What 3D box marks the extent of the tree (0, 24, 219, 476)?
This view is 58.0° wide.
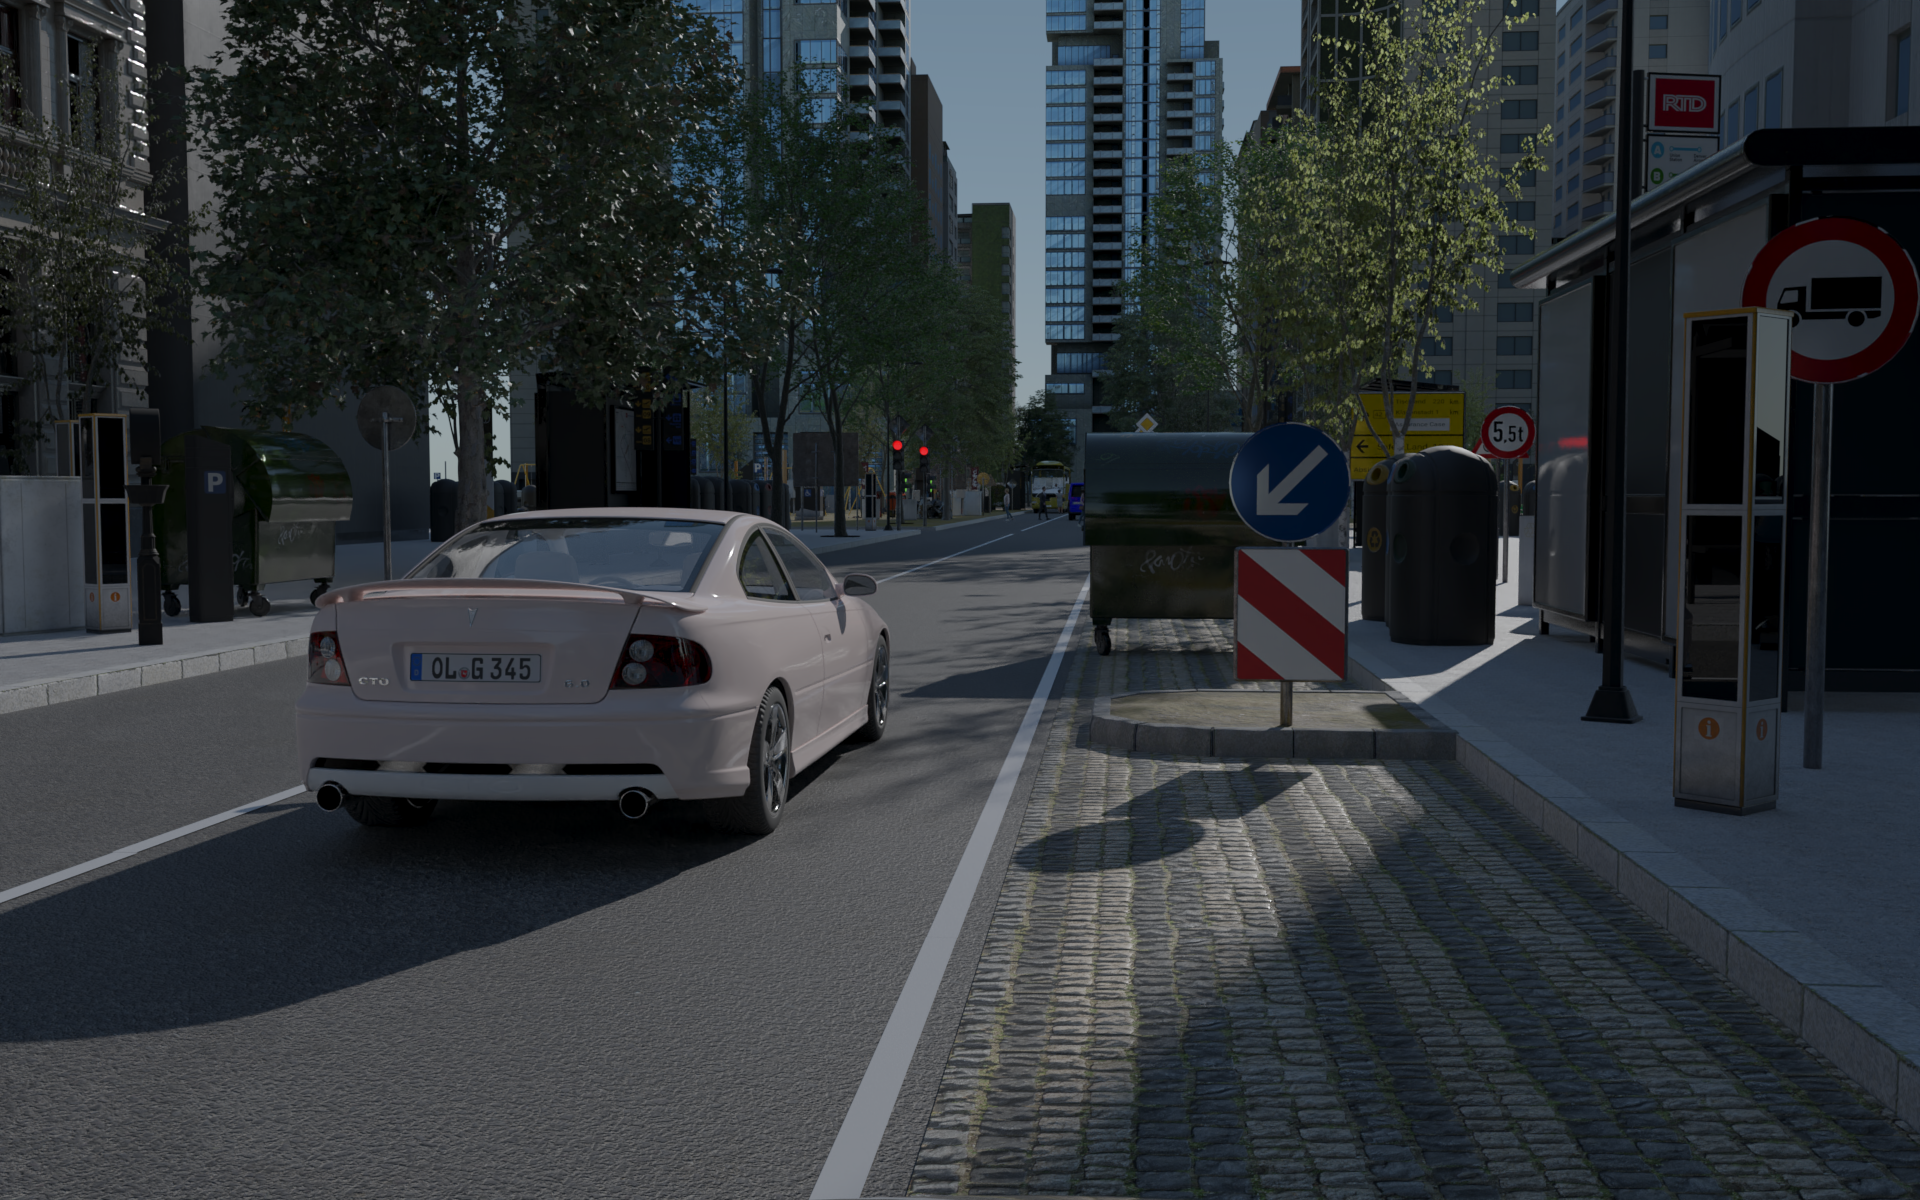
[{"bbox_3d":[-14.184,-4.741,27.883,4.360,8.622,3.978,0,3,0],"label":"tree"}]

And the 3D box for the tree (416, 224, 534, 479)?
[{"bbox_3d":[-10.305,-5.188,35.184,4.737,8.622,4.395,0,3,0],"label":"tree"}]

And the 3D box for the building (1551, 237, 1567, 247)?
[{"bbox_3d":[60.383,-25.994,196.711,14.107,30.474,14.160,0,4,5],"label":"building"}]

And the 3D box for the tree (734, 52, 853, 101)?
[{"bbox_3d":[-4.600,-7.122,42.198,9.928,11.665,9.643,0,3,0],"label":"tree"}]

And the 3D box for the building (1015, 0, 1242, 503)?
[{"bbox_3d":[24.059,-57.090,246.096,31.000,86.520,22.319,0,4,5],"label":"building"}]

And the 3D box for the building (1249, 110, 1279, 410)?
[{"bbox_3d":[40.523,-33.490,197.669,14.600,45.320,14.200,0,4,5],"label":"building"}]

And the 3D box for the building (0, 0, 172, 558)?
[{"bbox_3d":[-22.185,-12.069,26.200,11.050,23.489,19.941,0,4,5],"label":"building"}]

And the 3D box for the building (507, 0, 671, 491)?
[{"bbox_3d":[-39.312,-46.694,201.692,20.611,71.187,20.563,0,4,5],"label":"building"}]

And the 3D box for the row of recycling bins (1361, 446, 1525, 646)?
[{"bbox_3d":[4.401,-0.560,16.273,1.069,1.692,3.534,1,4,8],"label":"row of recycling bins"}]

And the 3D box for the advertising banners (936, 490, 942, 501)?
[{"bbox_3d":[-0.863,-8.277,131.515,2.074,3.025,0.090,1,4,15],"label":"advertising banners"}]

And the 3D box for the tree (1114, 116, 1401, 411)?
[{"bbox_3d":[8.134,-7.463,47.777,9.928,11.665,9.643,0,3,0],"label":"tree"}]

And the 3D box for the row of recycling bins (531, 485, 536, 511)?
[{"bbox_3d":[-18.492,-4.446,79.798,3.534,1.692,1.069,-3,5,-42],"label":"row of recycling bins"}]

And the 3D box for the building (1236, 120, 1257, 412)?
[{"bbox_3d":[53.452,-40.247,247.277,27.495,52.752,28.713,0,4,5],"label":"building"}]

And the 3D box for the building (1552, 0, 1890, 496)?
[{"bbox_3d":[81.593,-39.629,189.933,28.212,58.520,21.231,0,4,5],"label":"building"}]

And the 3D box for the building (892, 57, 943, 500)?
[{"bbox_3d":[-9.409,-32.566,182.561,14.600,45.320,14.200,0,4,5],"label":"building"}]

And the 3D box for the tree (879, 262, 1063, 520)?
[{"bbox_3d":[-0.477,-10.218,85.189,7.486,12.596,7.792,0,3,0],"label":"tree"}]

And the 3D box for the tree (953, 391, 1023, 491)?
[{"bbox_3d":[1.453,-9.960,113.216,4.737,8.622,4.395,0,3,0],"label":"tree"}]

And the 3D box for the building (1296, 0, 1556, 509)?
[{"bbox_3d":[38.642,-43.554,150.360,20.563,71.187,20.611,0,4,5],"label":"building"}]

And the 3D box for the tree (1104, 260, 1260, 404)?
[{"bbox_3d":[17.486,-17.194,137.017,12.611,20.169,13.585,0,3,0],"label":"tree"}]

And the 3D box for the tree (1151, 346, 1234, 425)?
[{"bbox_3d":[11.463,-8.273,85.622,4.360,8.622,3.978,0,3,0],"label":"tree"}]

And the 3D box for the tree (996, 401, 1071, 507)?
[{"bbox_3d":[6.594,-14.663,174.160,7.601,10.594,8.767,1,4,11],"label":"tree"}]

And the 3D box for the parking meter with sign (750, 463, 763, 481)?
[{"bbox_3d":[-11.683,-6.137,96.600,0.543,3.016,1.738,2,4,25],"label":"parking meter with sign"}]

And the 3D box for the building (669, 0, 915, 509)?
[{"bbox_3d":[-15.177,-51.775,159.190,22.319,86.520,31.000,0,4,5],"label":"building"}]

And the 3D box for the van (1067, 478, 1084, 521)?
[{"bbox_3d":[6.989,-5.570,95.448,2.240,2.365,5.245,0,4,6],"label":"van"}]

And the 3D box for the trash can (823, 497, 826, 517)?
[{"bbox_3d":[-7.736,-5.130,95.528,0.748,1.137,0.748,0,3,0],"label":"trash can"}]

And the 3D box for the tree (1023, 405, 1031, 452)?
[{"bbox_3d":[3.406,-11.134,132.399,4.737,8.622,4.395,0,3,0],"label":"tree"}]

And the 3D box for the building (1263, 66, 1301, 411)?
[{"bbox_3d":[42.452,-31.865,175.610,22.147,44.769,28.867,0,4,5],"label":"building"}]

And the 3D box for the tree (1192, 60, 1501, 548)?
[{"bbox_3d":[6.524,-4.860,29.827,4.737,8.622,4.395,0,3,0],"label":"tree"}]

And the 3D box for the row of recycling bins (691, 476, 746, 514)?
[{"bbox_3d":[-5.919,-1.978,39.450,1.069,1.692,3.534,0,4,7],"label":"row of recycling bins"}]

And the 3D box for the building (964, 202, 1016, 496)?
[{"bbox_3d":[0.615,-34.361,245.396,14.086,41.232,14.154,0,4,5],"label":"building"}]

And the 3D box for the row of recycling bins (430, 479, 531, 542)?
[{"bbox_3d":[-13.364,-2.494,47.897,1.069,1.692,3.534,1,4,18],"label":"row of recycling bins"}]

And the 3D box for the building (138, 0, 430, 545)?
[{"bbox_3d":[-27.373,-15.325,44.064,24.014,27.812,14.314,0,4,5],"label":"building"}]

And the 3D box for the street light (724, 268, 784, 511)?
[{"bbox_3d":[-4.310,-3.867,35.768,1.470,5.913,1.316,0,4,5],"label":"street light"}]

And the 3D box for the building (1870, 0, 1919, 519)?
[{"bbox_3d":[25.918,-29.941,31.535,21.231,58.520,28.212,0,4,5],"label":"building"}]

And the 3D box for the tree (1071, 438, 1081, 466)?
[{"bbox_3d":[10.304,-16.663,206.859,8.767,10.594,7.601,0,4,6],"label":"tree"}]

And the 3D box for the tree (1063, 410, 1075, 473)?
[{"bbox_3d":[8.726,-16.455,187.158,7.486,12.596,7.792,0,3,0],"label":"tree"}]

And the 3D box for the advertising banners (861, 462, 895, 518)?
[{"bbox_3d":[-4.481,-6.024,94.679,2.074,3.025,0.090,0,4,4],"label":"advertising banners"}]

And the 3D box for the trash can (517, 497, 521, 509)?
[{"bbox_3d":[-21.767,-4.534,85.780,0.748,1.137,0.748,0,3,0],"label":"trash can"}]

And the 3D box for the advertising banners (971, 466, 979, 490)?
[{"bbox_3d":[0.215,-6.920,109.336,2.074,3.025,0.090,1,4,13],"label":"advertising banners"}]

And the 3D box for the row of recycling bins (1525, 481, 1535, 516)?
[{"bbox_3d":[18.086,-2.810,53.064,3.534,1.692,1.069,0,4,6],"label":"row of recycling bins"}]

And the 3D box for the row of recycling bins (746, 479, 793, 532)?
[{"bbox_3d":[-5.866,-2.554,48.863,1.069,1.692,3.534,1,4,14],"label":"row of recycling bins"}]

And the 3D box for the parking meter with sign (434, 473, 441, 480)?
[{"bbox_3d":[-42.300,-8.764,139.552,0.543,3.016,1.738,0,4,-3],"label":"parking meter with sign"}]

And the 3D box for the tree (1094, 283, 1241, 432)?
[{"bbox_3d":[12.806,-12.087,104.274,9.857,13.997,8.962,0,3,0],"label":"tree"}]

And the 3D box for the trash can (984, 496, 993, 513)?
[{"bbox_3d":[2.262,-7.492,134.145,0.748,1.137,0.748,0,3,0],"label":"trash can"}]

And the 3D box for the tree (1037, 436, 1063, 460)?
[{"bbox_3d":[10.228,-15.270,200.020,4.360,8.622,3.978,0,3,0],"label":"tree"}]

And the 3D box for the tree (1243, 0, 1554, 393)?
[{"bbox_3d":[5.645,-4.405,22.391,4.360,8.622,3.978,0,3,0],"label":"tree"}]

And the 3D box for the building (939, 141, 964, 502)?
[{"bbox_3d":[-7.540,-31.760,202.874,14.086,41.232,14.154,0,4,5],"label":"building"}]

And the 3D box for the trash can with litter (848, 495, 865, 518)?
[{"bbox_3d":[-5.181,-4.965,92.240,1.678,1.210,2.233,-1,4,-18],"label":"trash can with litter"}]
